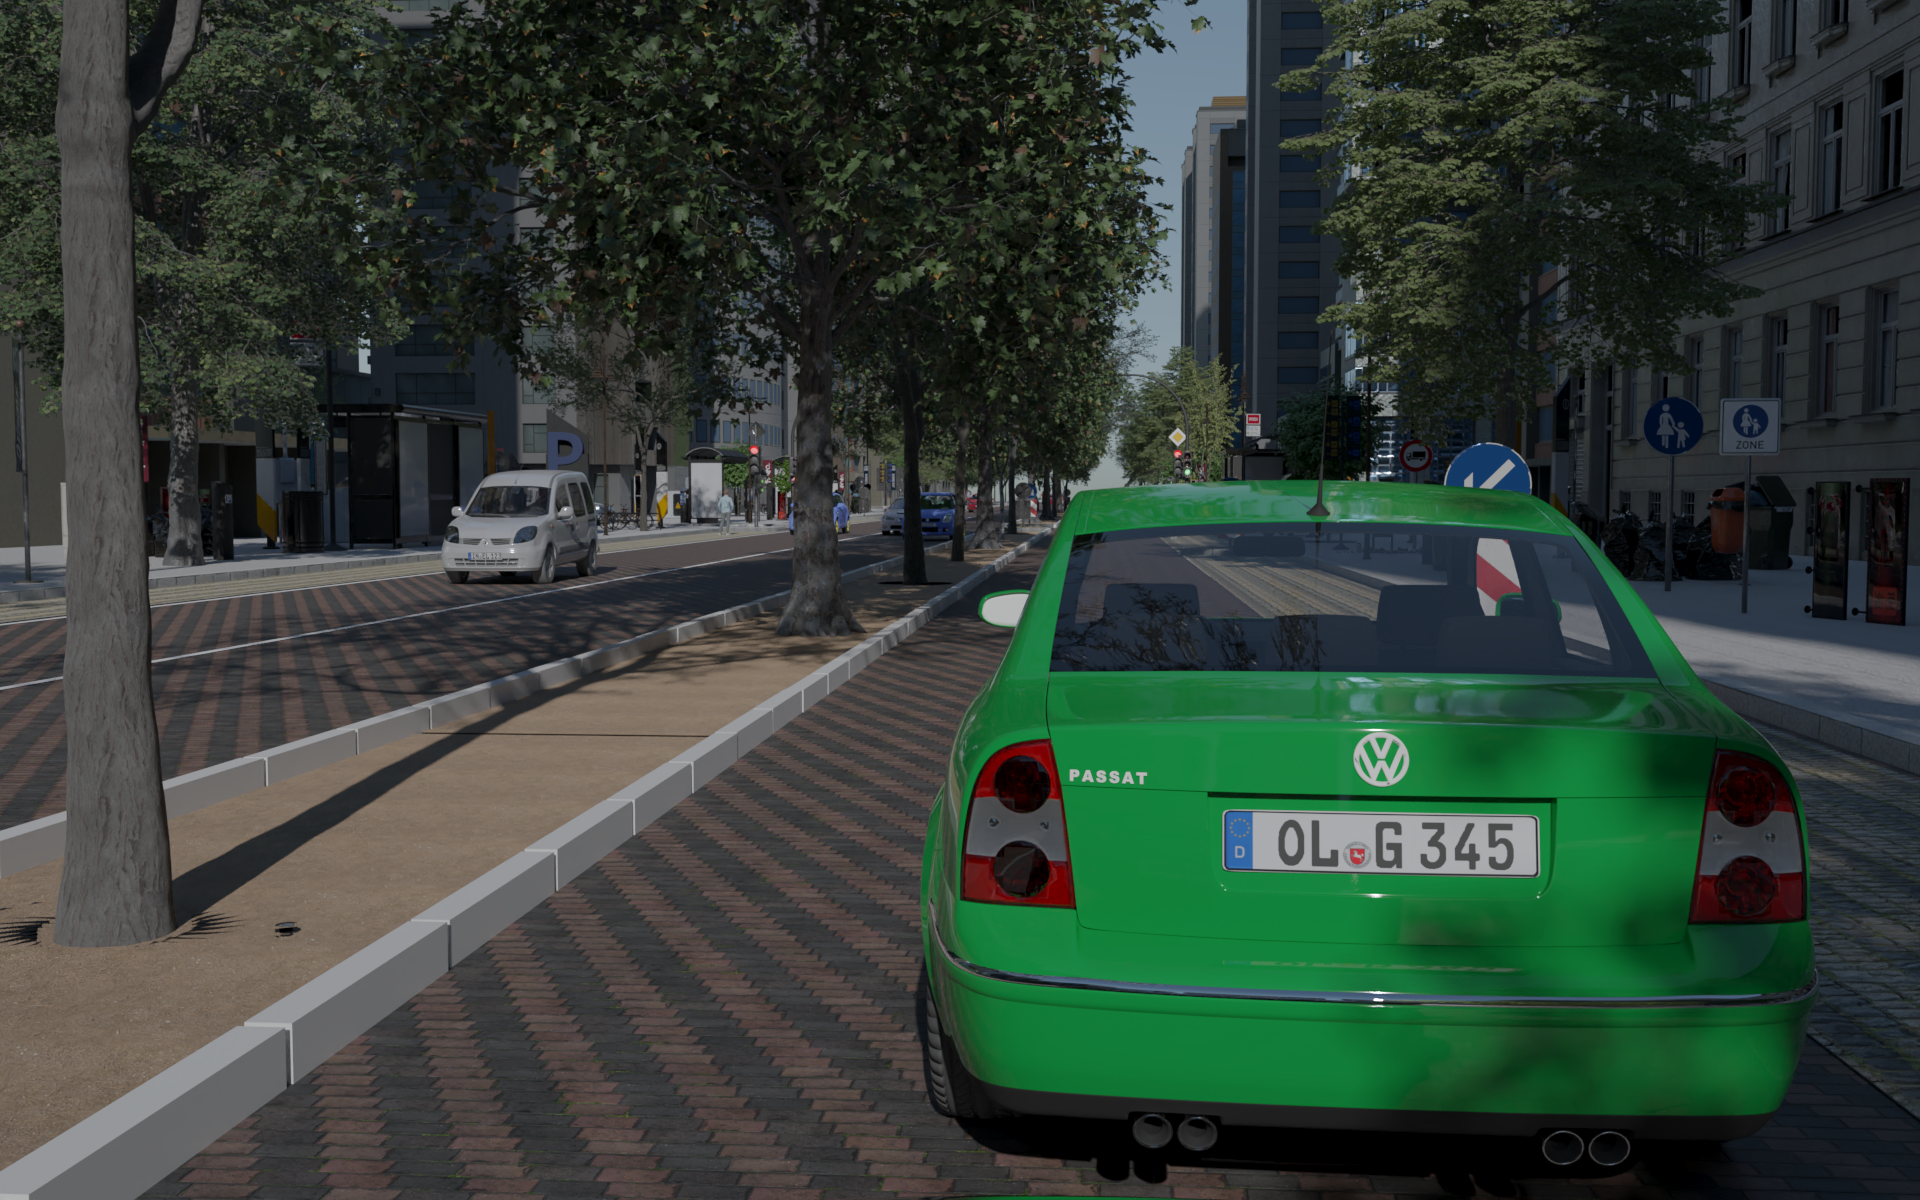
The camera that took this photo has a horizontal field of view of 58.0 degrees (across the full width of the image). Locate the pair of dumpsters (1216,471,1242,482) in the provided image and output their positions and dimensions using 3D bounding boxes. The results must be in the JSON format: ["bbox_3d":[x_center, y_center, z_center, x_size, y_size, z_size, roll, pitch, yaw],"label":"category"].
[{"bbox_3d":[11.859,-4.503,76.115,1.574,2.255,4.437,0,4,5],"label":"pair of dumpsters"}]

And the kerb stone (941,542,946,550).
[{"bbox_3d":[-0.532,-1.312,43.717,0.120,0.150,1.000,0,4,5],"label":"kerb stone"}]

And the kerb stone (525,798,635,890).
[{"bbox_3d":[-1.472,0.944,6.757,0.120,0.150,1.000,0,4,5],"label":"kerb stone"}]

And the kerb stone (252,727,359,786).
[{"bbox_3d":[-3.392,0.811,8.941,0.120,0.150,1.000,0,4,5],"label":"kerb stone"}]

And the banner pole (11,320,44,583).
[{"bbox_3d":[-13.414,-2.124,24.742,0.401,3.779,0.863,-1,4,-18],"label":"banner pole"}]

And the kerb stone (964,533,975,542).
[{"bbox_3d":[0.303,-1.937,53.929,0.120,0.150,1.000,0,4,5],"label":"kerb stone"}]

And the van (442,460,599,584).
[{"bbox_3d":[-7.287,-1.339,28.912,2.013,2.044,4.112,0,4,3],"label":"van"}]

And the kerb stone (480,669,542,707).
[{"bbox_3d":[-3.141,0.623,12.015,0.120,0.150,1.000,0,4,5],"label":"kerb stone"}]

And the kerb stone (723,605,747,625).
[{"bbox_3d":[-2.548,0.185,19.169,0.120,0.150,1.000,0,4,5],"label":"kerb stone"}]

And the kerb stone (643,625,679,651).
[{"bbox_3d":[-2.812,0.373,16.095,0.120,0.150,1.000,0,4,5],"label":"kerb stone"}]

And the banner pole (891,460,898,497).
[{"bbox_3d":[-4.775,-8.398,127.317,0.863,3.779,0.401,3,4,36],"label":"banner pole"}]

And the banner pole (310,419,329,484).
[{"bbox_3d":[-18.541,-3.702,50.538,0.863,3.779,0.401,-3,4,-38],"label":"banner pole"}]

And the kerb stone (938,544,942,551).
[{"bbox_3d":[-0.617,-1.245,42.695,0.120,0.150,1.000,0,4,5],"label":"kerb stone"}]

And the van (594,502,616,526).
[{"bbox_3d":[-16.153,-3.905,70.854,4.112,2.044,2.013,0,4,5],"label":"van"}]

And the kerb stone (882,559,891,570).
[{"bbox_3d":[-1.458,-0.629,32.472,0.120,0.150,1.000,0,4,5],"label":"kerb stone"}]

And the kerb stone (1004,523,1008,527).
[{"bbox_3d":[2.125,-3.279,75.896,0.120,0.150,1.000,0,4,5],"label":"kerb stone"}]

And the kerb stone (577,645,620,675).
[{"bbox_3d":[-2.975,0.504,14.056,0.120,0.150,1.000,0,4,5],"label":"kerb stone"}]

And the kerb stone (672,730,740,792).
[{"bbox_3d":[-1.297,0.819,8.804,0.120,0.150,1.000,0,4,5],"label":"kerb stone"}]

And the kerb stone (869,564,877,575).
[{"bbox_3d":[-1.633,-0.503,30.432,0.120,0.150,1.000,0,4,5],"label":"kerb stone"}]

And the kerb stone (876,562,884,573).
[{"bbox_3d":[-1.552,-0.566,31.451,0.120,0.150,1.000,0,4,5],"label":"kerb stone"}]

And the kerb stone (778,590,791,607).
[{"bbox_3d":[-2.296,-0.001,22.226,0.120,0.150,1.000,0,4,5],"label":"kerb stone"}]

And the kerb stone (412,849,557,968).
[{"bbox_3d":[-1.558,1.010,5.730,0.120,0.150,1.000,0,4,5],"label":"kerb stone"}]

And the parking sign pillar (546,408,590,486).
[{"bbox_3d":[-12.305,-4.029,54.347,1.447,3.967,1.447,0,4,-5],"label":"parking sign pillar"}]

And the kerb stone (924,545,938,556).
[{"bbox_3d":[-0.704,-1.191,41.676,0.120,0.150,1.000,0,4,5],"label":"kerb stone"}]

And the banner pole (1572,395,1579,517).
[{"bbox_3d":[15.486,-3.279,43.623,0.401,3.779,0.863,1,4,19],"label":"banner pole"}]

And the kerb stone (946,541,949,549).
[{"bbox_3d":[-0.450,-1.379,44.739,0.120,0.150,1.000,0,4,5],"label":"kerb stone"}]

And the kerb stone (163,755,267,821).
[{"bbox_3d":[-3.481,0.873,7.921,0.120,0.150,1.000,0,4,5],"label":"kerb stone"}]

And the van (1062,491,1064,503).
[{"bbox_3d":[12.659,-13.194,222.724,2.013,2.044,4.112,0,4,3],"label":"van"}]

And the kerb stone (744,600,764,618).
[{"bbox_3d":[-2.471,0.130,20.189,0.120,0.150,1.000,0,4,5],"label":"kerb stone"}]

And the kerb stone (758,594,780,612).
[{"bbox_3d":[-2.390,0.061,21.207,0.120,0.150,1.000,0,4,5],"label":"kerb stone"}]

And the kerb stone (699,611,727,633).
[{"bbox_3d":[-2.637,0.248,18.139,0.120,0.150,1.000,0,4,5],"label":"kerb stone"}]

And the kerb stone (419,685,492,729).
[{"bbox_3d":[-3.221,0.685,10.996,0.120,0.150,1.000,0,4,5],"label":"kerb stone"}]

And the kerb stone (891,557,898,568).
[{"bbox_3d":[-1.371,-0.687,33.495,0.120,0.150,1.000,0,4,5],"label":"kerb stone"}]

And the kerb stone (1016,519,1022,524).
[{"bbox_3d":[3.043,-3.971,87.123,0.120,0.150,1.000,0,4,5],"label":"kerb stone"}]

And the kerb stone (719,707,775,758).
[{"bbox_3d":[-1.219,0.757,9.823,0.120,0.150,1.000,0,4,5],"label":"kerb stone"}]

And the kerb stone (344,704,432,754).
[{"bbox_3d":[-3.308,0.748,9.967,0.120,0.150,1.000,0,4,5],"label":"kerb stone"}]

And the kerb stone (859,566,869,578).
[{"bbox_3d":[-1.714,-0.441,29.408,0.120,0.150,1.000,0,4,5],"label":"kerb stone"}]

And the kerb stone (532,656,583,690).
[{"bbox_3d":[-3.063,0.560,13.037,0.120,0.150,1.000,0,4,5],"label":"kerb stone"}]

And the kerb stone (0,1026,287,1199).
[{"bbox_3d":[-1.724,1.133,3.677,0.120,0.150,1.000,0,4,5],"label":"kerb stone"}]

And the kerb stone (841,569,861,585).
[{"bbox_3d":[-1.795,-0.379,28.386,0.120,0.150,1.000,0,4,5],"label":"kerb stone"}]

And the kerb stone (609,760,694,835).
[{"bbox_3d":[-1.384,0.882,7.776,0.120,0.150,1.000,0,4,5],"label":"kerb stone"}]

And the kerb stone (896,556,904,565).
[{"bbox_3d":[-1.288,-0.754,34.520,0.120,0.150,1.000,0,4,5],"label":"kerb stone"}]

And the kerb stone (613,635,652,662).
[{"bbox_3d":[-2.893,0.441,15.075,0.120,0.150,1.000,0,4,5],"label":"kerb stone"}]

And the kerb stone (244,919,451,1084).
[{"bbox_3d":[-1.637,1.070,4.703,0.120,0.150,1.000,0,4,5],"label":"kerb stone"}]

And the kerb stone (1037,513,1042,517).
[{"bbox_3d":[5.406,-5.722,115.753,0.120,0.150,1.000,0,4,5],"label":"kerb stone"}]

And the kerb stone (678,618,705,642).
[{"bbox_3d":[-2.720,0.316,17.114,0.120,0.150,1.000,0,4,5],"label":"kerb stone"}]

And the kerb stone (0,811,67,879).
[{"bbox_3d":[-3.568,0.935,6.903,0.120,0.150,1.000,0,4,5],"label":"kerb stone"}]

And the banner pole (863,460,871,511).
[{"bbox_3d":[-6.819,-8.454,128.247,0.863,3.779,0.401,3,4,37],"label":"banner pole"}]

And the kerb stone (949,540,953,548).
[{"bbox_3d":[-0.360,-1.441,45.757,0.120,0.150,1.000,0,4,5],"label":"kerb stone"}]
